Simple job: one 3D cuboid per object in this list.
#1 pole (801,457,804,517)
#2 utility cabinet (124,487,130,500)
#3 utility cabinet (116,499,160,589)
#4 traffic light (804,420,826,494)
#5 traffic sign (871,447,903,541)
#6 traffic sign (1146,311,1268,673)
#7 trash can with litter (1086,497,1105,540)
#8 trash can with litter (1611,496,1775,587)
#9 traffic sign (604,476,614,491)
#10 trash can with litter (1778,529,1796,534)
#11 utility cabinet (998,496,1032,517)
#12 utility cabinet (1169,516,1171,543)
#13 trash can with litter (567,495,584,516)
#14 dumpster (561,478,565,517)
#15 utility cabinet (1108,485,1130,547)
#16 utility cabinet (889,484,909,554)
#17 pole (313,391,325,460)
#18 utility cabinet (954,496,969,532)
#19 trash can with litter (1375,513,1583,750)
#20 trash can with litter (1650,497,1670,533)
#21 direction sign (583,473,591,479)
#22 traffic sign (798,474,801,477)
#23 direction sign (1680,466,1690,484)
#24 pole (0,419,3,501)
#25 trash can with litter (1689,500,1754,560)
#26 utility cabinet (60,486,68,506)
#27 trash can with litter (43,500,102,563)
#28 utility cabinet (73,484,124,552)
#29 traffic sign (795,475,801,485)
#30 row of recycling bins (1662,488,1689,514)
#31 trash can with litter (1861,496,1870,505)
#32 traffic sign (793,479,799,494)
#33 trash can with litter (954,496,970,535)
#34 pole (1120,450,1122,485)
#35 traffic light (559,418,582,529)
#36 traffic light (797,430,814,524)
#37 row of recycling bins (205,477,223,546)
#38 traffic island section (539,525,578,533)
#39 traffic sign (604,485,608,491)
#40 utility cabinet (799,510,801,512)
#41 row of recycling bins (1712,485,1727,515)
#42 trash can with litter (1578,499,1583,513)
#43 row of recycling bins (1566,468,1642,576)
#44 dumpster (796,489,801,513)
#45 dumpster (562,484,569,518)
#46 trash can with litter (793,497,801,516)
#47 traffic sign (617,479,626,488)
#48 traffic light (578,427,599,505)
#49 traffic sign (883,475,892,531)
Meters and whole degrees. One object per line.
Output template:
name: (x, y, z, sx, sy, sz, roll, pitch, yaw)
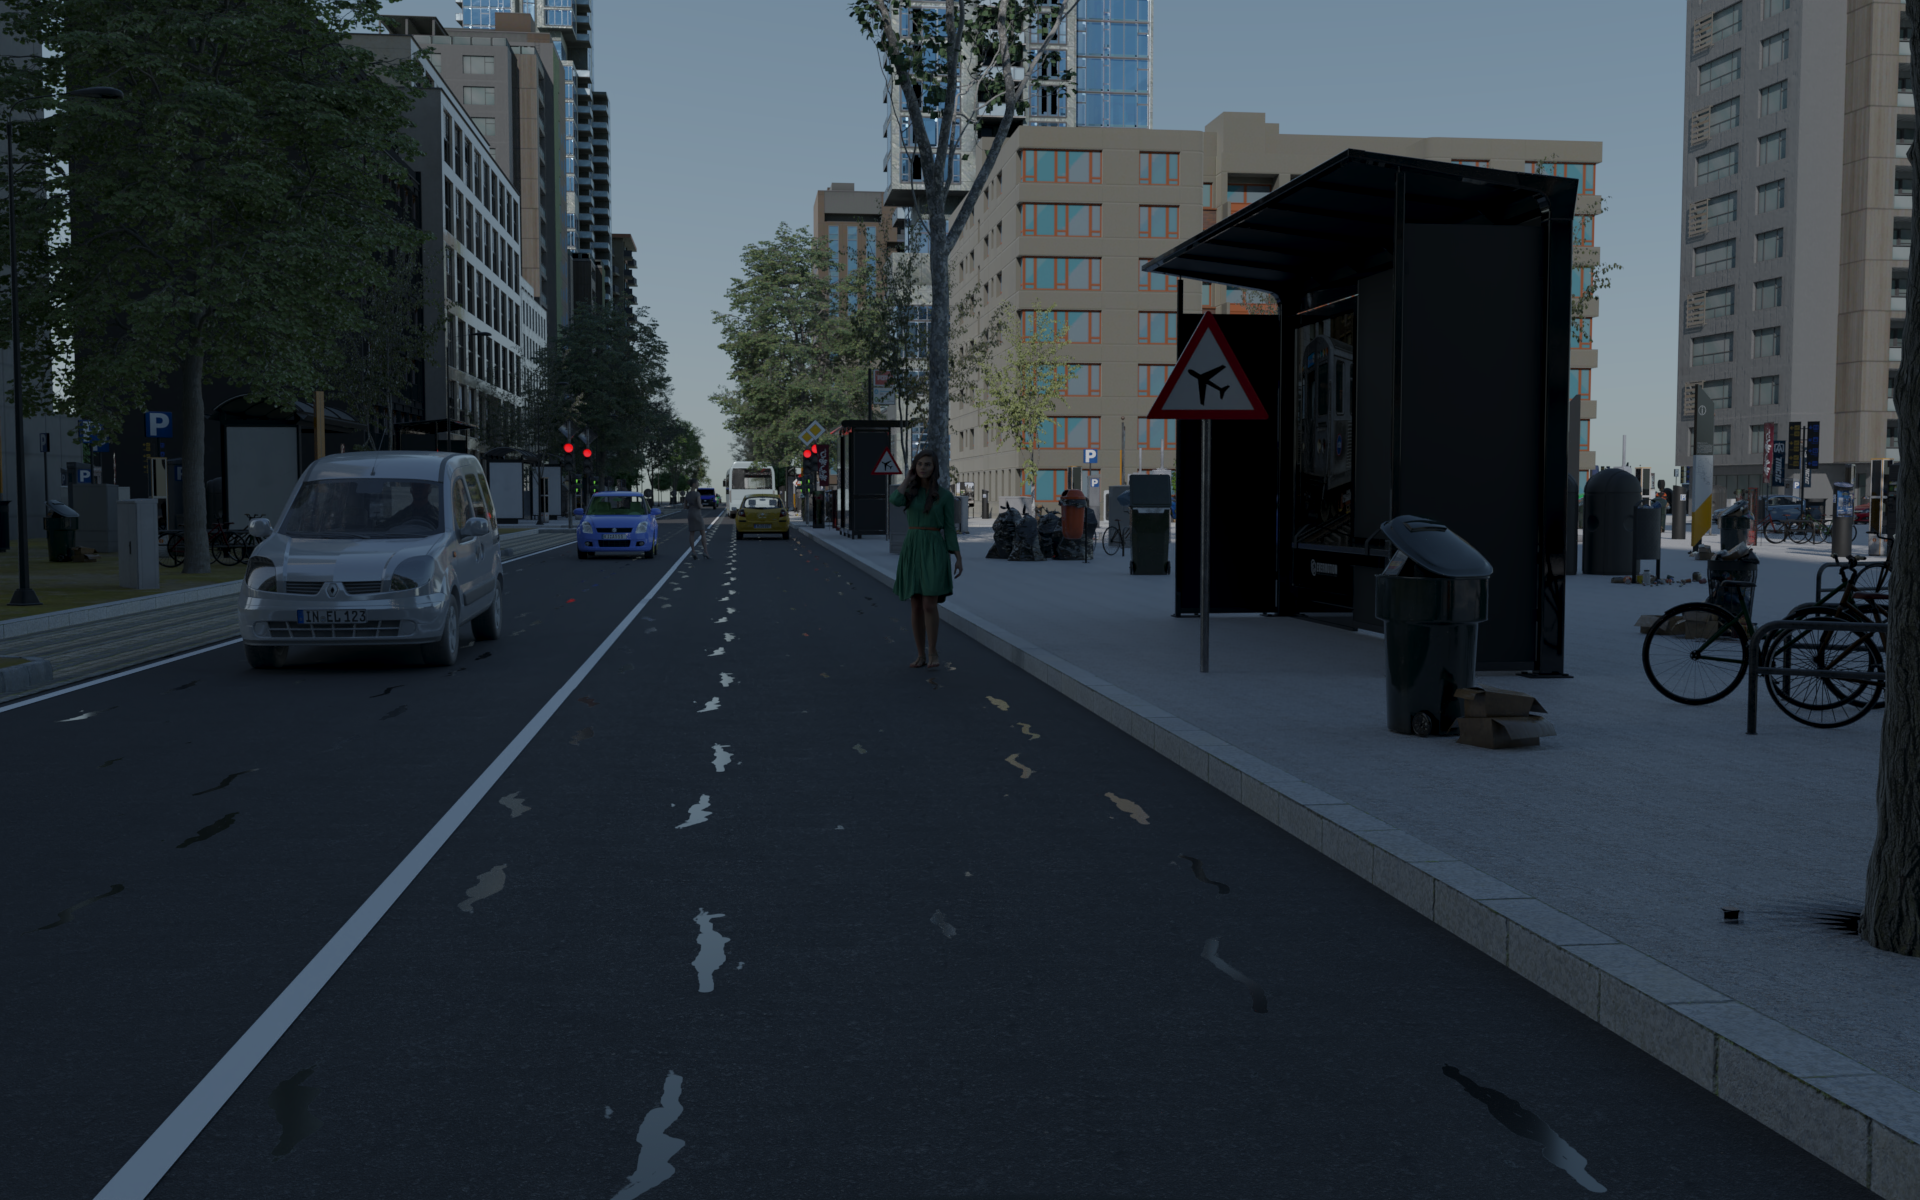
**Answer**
pole: (-8.640, -6.196, 95.154, 0.158, 3.312, 0.155, 0, 3, 0)
utility cabinet: (-26.264, -2.743, 53.523, 0.318, 1.500, 1.173, 2, 4, 28)
utility cabinet: (-11.284, -0.770, 23.756, 0.306, 1.237, 1.020, -3, 4, -39)
traffic light: (-5.472, -4.678, 65.408, 0.839, 4.253, 0.868, 0, 4, -7)
traffic sign: (-2.002, -2.902, 47.450, 0.884, 2.594, 0.081, 0, 4, -3)
traffic sign: (1.759, -0.758, 12.395, 0.884, 2.594, 0.081, 0, 4, -6)
trash can with litter: (3.386, -2.297, 48.621, 1.678, 1.210, 2.233, -2, 4, -24)
trash can with litter: (10.257, -0.851, 24.964, 2.233, 1.210, 1.678, -2, 4, -29)
traffic sign: (-24.357, -7.337, 120.063, 0.768, 2.556, 0.104, 0, 4, -4)
trash can with litter: (26.228, -2.777, 56.458, 1.678, 1.210, 2.233, -1, 4, -16)
utility cabinet: (1.539, -2.250, 47.944, 1.020, 1.237, 0.306, -3, 5, -42)
utility cabinet: (5.260, -2.105, 45.572, 0.306, 1.237, 1.020, -1, 4, -11)
trash can with litter: (-22.631, -5.462, 100.357, 1.678, 1.210, 2.233, 0, 4, 3)
dumpster: (-22.714, -5.783, 97.050, 1.502, 2.255, 1.985, 0, 4, -7)
utility cabinet: (3.995, -2.020, 41.713, 0.318, 1.500, 1.173, -2, 4, -26)
utility cabinet: (-1.042, -1.707, 36.584, 0.318, 1.500, 1.173, -3, 4, -38)
pole: (-12.732, -2.485, 34.468, 0.158, 3.312, 0.155, 0, 3, 0)
utility cabinet: (-0.132, -2.929, 59.045, 0.306, 1.237, 1.020, -3, 4, -37)
trash can with litter: (2.689, 0.138, 9.129, 0.624, 1.170, 1.055, -2, 4, -29)
trash can with litter: (23.057, -2.795, 57.080, 0.624, 1.170, 1.055, 2, 4, 23)
direction sign: (-19.851, -6.131, 92.237, 0.379, 3.537, 0.876, -3, 4, -36)
traffic sign: (-9.317, -6.332, 103.633, 0.768, 2.556, 0.104, 0, 4, 1)
direction sign: (54.631, -8.475, 130.564, 0.876, 3.537, 0.379, -1, 4, -22)
pole: (-25.137, -3.146, 45.283, 0.158, 3.312, 0.155, 0, 3, 0)
trash can with litter: (14.710, -1.349, 33.448, 1.055, 1.170, 0.624, 0, 4, 6)
utility cabinet: (-23.646, -2.335, 46.849, 1.173, 1.500, 0.318, -2, 4, -24)
trash can with litter: (-16.730, -1.303, 32.698, 1.055, 1.170, 0.624, 1, 4, 13)
utility cabinet: (-18.925, -1.792, 37.979, 1.173, 1.500, 0.318, 2, 4, 29)
traffic sign: (-9.076, -6.119, 100.056, 0.884, 2.594, 0.081, 0, 4, -3)
row of recycling bins: (46.579, -6.352, 110.970, 1.069, 1.692, 3.534, -3, 5, -40)
trash can with litter: (54.182, -5.789, 105.714, 1.678, 1.210, 2.233, -1, 4, -17)
traffic sign: (-10.768, -7.005, 115.714, 0.795, 2.450, 0.064, 0, 4, -5)
trash can with litter: (-0.522, -2.705, 55.278, 2.233, 1.210, 1.678, -3, 5, -45)
pole: (7.494, -5.270, 80.014, 0.158, 3.312, 0.155, 0, 3, 0)
traffic light: (-14.458, -4.607, 64.246, 0.839, 4.253, 0.868, 0, 4, -7)
traffic light: (-6.486, -5.163, 73.329, 0.839, 4.253, 0.868, 0, 4, -7)
row of recycling bins: (-17.926, -2.219, 43.394, 1.069, 1.692, 3.534, 0, 4, -4)
traffic island section: (-14.499, -2.575, 64.376, 2.009, 0.180, 2.903, 0, 4, -7)
traffic sign: (-25.000, -7.517, 123.015, 0.768, 2.556, 0.104, 0, 4, 2)
utility cabinet: (-12.584, -7.476, 133.401, 0.306, 1.237, 1.020, 2, 4, 32)
row of recycling bins: (34.900, -4.466, 80.134, 1.069, 1.692, 3.534, 2, 4, 29)
trash can with litter: (22.586, -3.165, 63.127, 1.055, 1.170, 0.624, -1, 4, -17)
row of recycling bins: (9.068, -1.266, 27.806, 3.534, 1.692, 1.069, 1, 4, 10)
dumpster: (-10.622, -6.926, 118.997, 1.264, 1.857, 1.865, 0, 4, -7)
dumpster: (-21.702, -5.369, 93.538, 1.264, 1.857, 1.865, 0, 4, -7)
trash can with litter: (-8.889, -5.522, 101.342, 2.233, 1.210, 1.678, 0, 4, 2)
traffic sign: (-23.085, -7.092, 118.089, 0.606, 2.300, 0.079, 0, 4, 2)
traffic light: (-15.472, -5.092, 72.167, 0.839, 4.253, 0.868, 0, 4, -7)
traffic sign: (-2.599, -3.603, 59.012, 0.768, 2.556, 0.104, 0, 4, -4)
